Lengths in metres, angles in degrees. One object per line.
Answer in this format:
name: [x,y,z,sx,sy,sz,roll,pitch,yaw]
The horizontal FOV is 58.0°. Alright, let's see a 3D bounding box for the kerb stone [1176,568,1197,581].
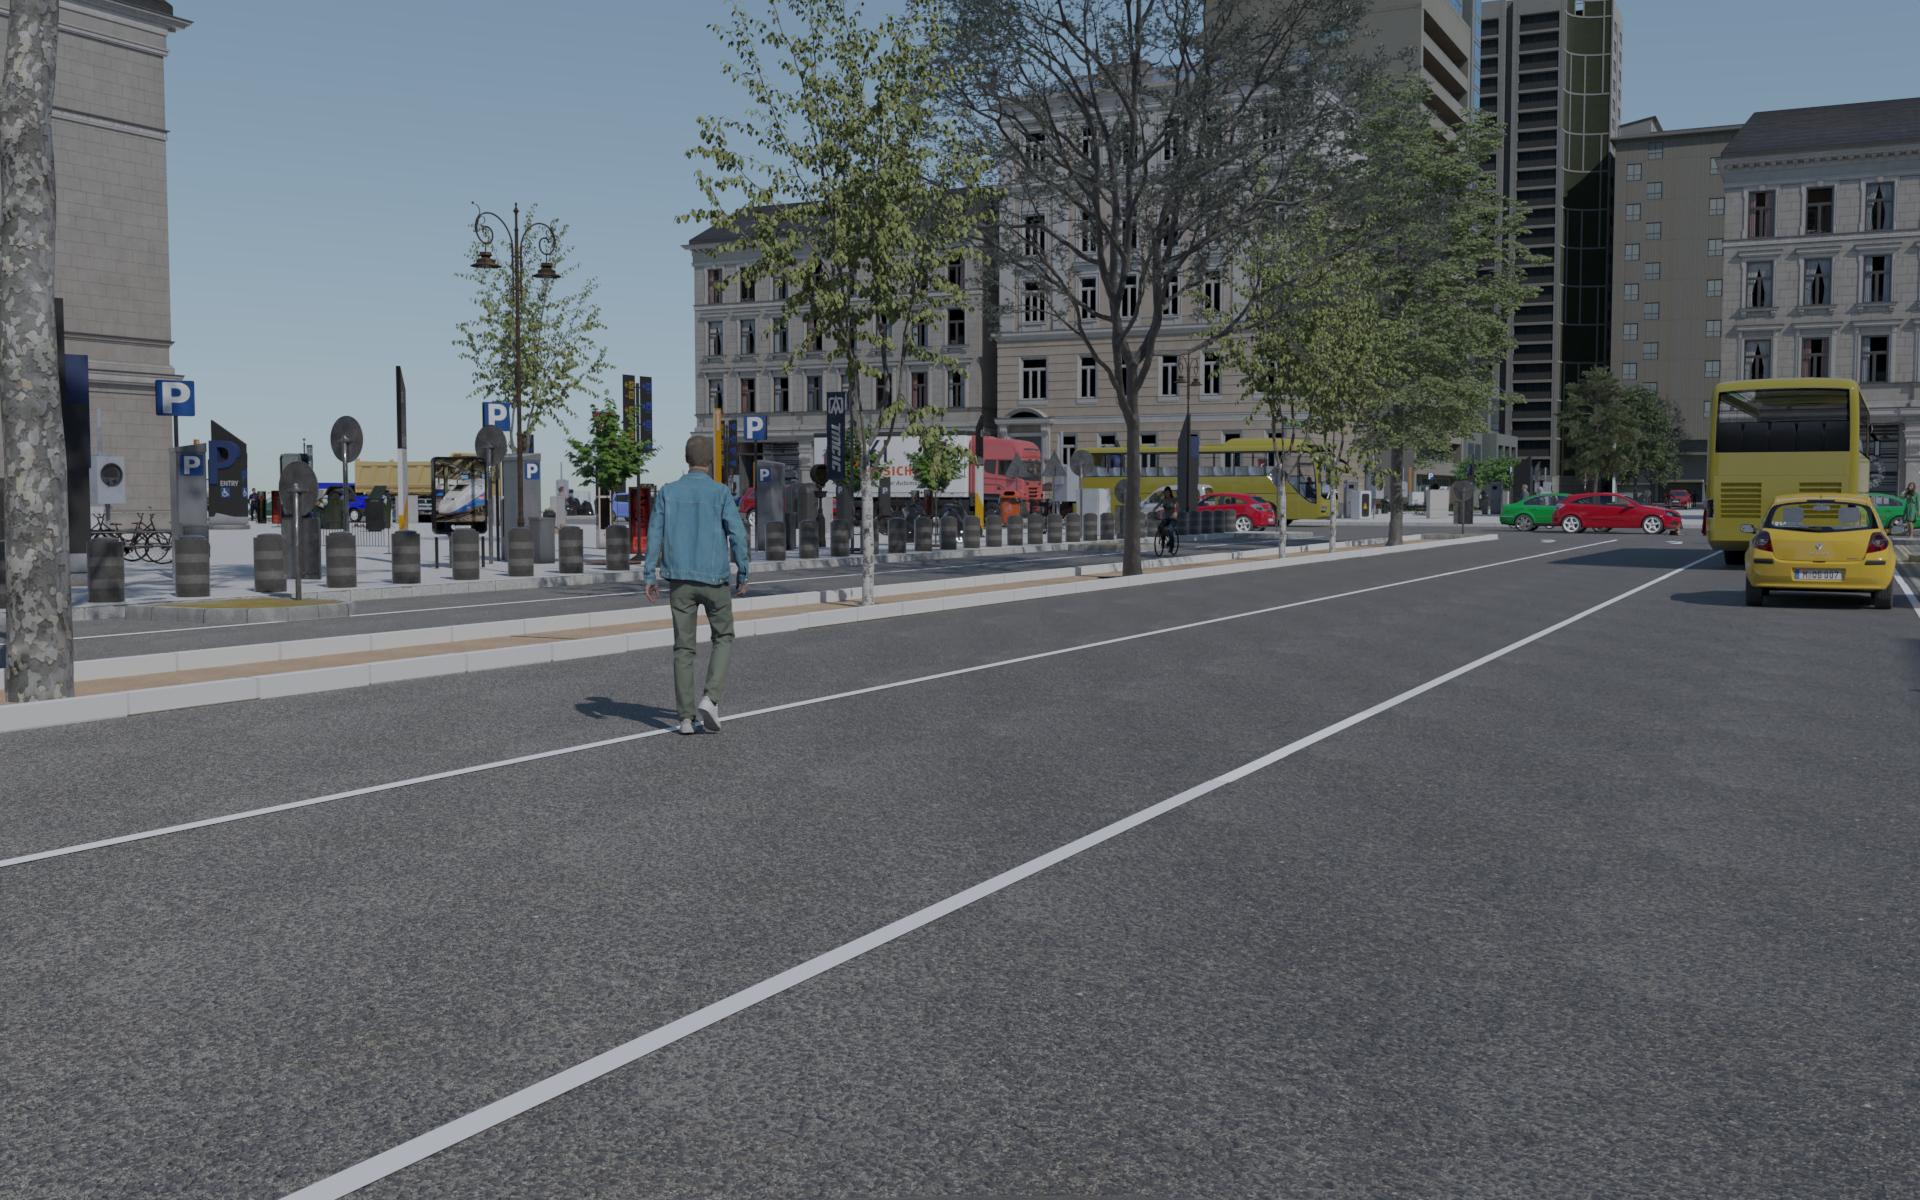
kerb stone: [3.711,-0.419,29.053,0.120,0.150,1.000,2,4,27]

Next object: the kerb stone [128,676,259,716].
kerb stone: [-5.191,0.647,11.663,0.120,0.150,1.000,2,4,27]

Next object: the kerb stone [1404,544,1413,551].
kerb stone: [11.197,-1.312,43.696,0.120,0.150,1.000,2,4,27]

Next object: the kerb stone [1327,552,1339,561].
kerb stone: [7.926,-0.921,37.297,0.120,0.150,1.000,2,4,27]

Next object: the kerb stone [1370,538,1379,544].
kerb stone: [11.651,-1.651,49.196,0.120,0.150,1.000,2,4,27]

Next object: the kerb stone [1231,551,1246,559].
kerb stone: [6.035,-0.971,38.206,0.120,0.150,1.000,2,4,27]

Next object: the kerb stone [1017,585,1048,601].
kerb stone: [0.905,-0.083,23.579,0.120,0.150,1.000,2,4,27]

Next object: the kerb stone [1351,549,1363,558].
kerb stone: [8.856,-1.032,39.124,0.120,0.150,1.000,2,4,27]

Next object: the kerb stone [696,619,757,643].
kerb stone: [-2.371,0.315,17.158,0.120,0.150,1.000,2,4,27]

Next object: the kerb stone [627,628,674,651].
kerb stone: [-2.844,0.364,16.242,0.120,0.150,1.000,2,4,27]

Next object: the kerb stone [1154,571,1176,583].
kerb stone: [3.243,-0.359,28.142,0.120,0.150,1.000,2,4,27]

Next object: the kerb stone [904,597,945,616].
kerb stone: [-0.490,0.083,20.836,0.120,0.150,1.000,2,4,27]

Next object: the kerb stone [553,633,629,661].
kerb stone: [-3.311,0.424,15.319,0.120,0.150,1.000,2,4,27]

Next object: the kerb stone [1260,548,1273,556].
kerb stone: [6.972,-1.091,40.041,0.120,0.150,1.000,2,4,27]

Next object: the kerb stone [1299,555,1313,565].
kerb stone: [6.981,-0.808,35.465,0.120,0.150,1.000,2,4,27]

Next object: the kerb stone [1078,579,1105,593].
kerb stone: [1.845,-0.196,25.402,0.120,0.150,1.000,2,4,27]

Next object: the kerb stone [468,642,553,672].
kerb stone: [-3.783,0.479,14.399,0.120,0.150,1.000,2,4,27]

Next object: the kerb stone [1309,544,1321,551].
kerb stone: [8.847,-1.316,43.709,0.120,0.150,1.000,2,4,27]

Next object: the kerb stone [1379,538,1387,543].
kerb stone: [12.111,-1.708,50.113,0.120,0.150,1.000,2,4,27]

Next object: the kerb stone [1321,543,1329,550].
kerb stone: [9.313,-1.372,44.630,0.120,0.150,1.000,2,4,27]

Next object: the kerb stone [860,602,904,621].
kerb stone: [-0.969,0.139,19.920,0.120,0.150,1.000,2,4,27]

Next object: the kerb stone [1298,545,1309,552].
kerb stone: [8.375,-1.250,42.798,0.120,0.150,1.000,2,4,27]

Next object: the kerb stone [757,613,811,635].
kerb stone: [-1.898,0.259,18.076,0.120,0.150,1.000,2,4,27]

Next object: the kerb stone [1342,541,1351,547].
kerb stone: [10.246,-1.477,46.456,0.120,0.150,1.000,2,4,27]

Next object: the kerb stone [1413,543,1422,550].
kerb stone: [11.662,-1.371,44.610,0.120,0.150,1.000,2,4,27]

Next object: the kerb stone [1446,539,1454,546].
kerb stone: [13.538,-1.596,48.282,0.120,0.150,1.000,2,4,27]

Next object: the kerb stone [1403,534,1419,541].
kerb stone: [13.990,-1.924,53.771,0.120,0.150,1.000,2,4,27]

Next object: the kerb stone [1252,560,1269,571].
kerb stone: [5.582,-0.643,32.717,0.120,0.150,1.000,2,4,27]

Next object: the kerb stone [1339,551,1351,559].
kerb stone: [8.390,-0.979,38.211,0.120,0.150,1.000,2,4,27]

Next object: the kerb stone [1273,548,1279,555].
kerb stone: [7.434,-1.147,40.957,0.120,0.150,1.000,2,4,27]

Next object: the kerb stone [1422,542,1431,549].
kerb stone: [12.134,-1.425,45.520,0.120,0.150,1.000,2,4,27]

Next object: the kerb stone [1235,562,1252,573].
kerb stone: [5.108,-0.587,31.799,0.120,0.150,1.000,2,4,27]

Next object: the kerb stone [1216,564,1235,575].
kerb stone: [4.642,-0.531,30.880,0.120,0.150,1.000,2,4,27]

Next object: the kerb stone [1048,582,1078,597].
kerb stone: [1.376,-0.139,24.489,0.120,0.150,1.000,2,4,27]

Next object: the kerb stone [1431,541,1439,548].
kerb stone: [12.602,-1.483,46.439,0.120,0.150,1.000,2,4,27]

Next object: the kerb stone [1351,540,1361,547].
kerb stone: [10.713,-1.540,47.368,0.120,0.150,1.000,2,4,27]

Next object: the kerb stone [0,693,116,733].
kerb stone: [-5.651,0.703,10.746,0.120,0.150,1.000,2,4,27]

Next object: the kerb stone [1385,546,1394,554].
kerb stone: [10.263,-1.203,41.871,0.120,0.150,1.000,2,4,27]

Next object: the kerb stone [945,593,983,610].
kerb stone: [-0.024,0.027,21.750,0.120,0.150,1.000,2,4,27]

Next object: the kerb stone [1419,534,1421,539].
kerb stone: [14.459,-1.987,54.682,0.120,0.150,1.000,2,4,27]

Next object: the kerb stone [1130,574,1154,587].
kerb stone: [2.780,-0.308,27.227,0.120,0.150,1.000,2,4,27]

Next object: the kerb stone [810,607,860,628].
kerb stone: [-1.435,0.196,18.996,0.120,0.150,1.000,2,4,27]

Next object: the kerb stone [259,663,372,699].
kerb stone: [-4.715,0.590,12.573,0.120,0.150,1.000,2,4,27]

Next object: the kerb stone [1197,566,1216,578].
kerb stone: [4.173,-0.475,29.969,0.120,0.150,1.000,2,4,27]

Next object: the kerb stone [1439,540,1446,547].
kerb stone: [13.065,-1.534,47.357,0.120,0.150,1.000,2,4,27]

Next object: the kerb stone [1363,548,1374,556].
kerb stone: [9.330,-1.091,40.033,0.120,0.150,1.000,2,4,27]

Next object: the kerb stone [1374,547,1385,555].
kerb stone: [9.797,-1.147,40.945,0.120,0.150,1.000,2,4,27]

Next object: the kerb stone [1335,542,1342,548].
kerb stone: [9.781,-1.428,45.542,0.120,0.150,1.000,2,4,27]

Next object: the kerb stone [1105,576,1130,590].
kerb stone: [2.307,-0.250,26.317,0.120,0.150,1.000,2,4,27]

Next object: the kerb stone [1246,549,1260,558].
kerb stone: [6.501,-1.029,39.119,0.120,0.150,1.000,2,4,27]

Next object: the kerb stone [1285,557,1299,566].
kerb stone: [6.517,-0.756,34.551,0.120,0.150,1.000,2,4,27]

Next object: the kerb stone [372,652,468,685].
kerb stone: [-4.251,0.533,13.487,0.120,0.150,1.000,2,4,27]

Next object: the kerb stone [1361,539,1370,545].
kerb stone: [11.183,-1.596,48.285,0.120,0.150,1.000,2,4,27]

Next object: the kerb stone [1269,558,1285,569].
kerb stone: [6.054,-0.700,33.632,0.120,0.150,1.000,2,4,27]

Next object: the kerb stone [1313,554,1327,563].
kerb stone: [7.457,-0.867,36.379,0.120,0.150,1.000,2,4,27]

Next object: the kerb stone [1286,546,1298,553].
kerb stone: [7.901,-1.203,41.880,0.120,0.150,1.000,2,4,27]

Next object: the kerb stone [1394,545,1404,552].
kerb stone: [10.731,-1.254,42.783,0.120,0.150,1.000,2,4,27]

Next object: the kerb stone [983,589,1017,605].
kerb stone: [0.439,-0.029,22.666,0.120,0.150,1.000,2,4,27]
